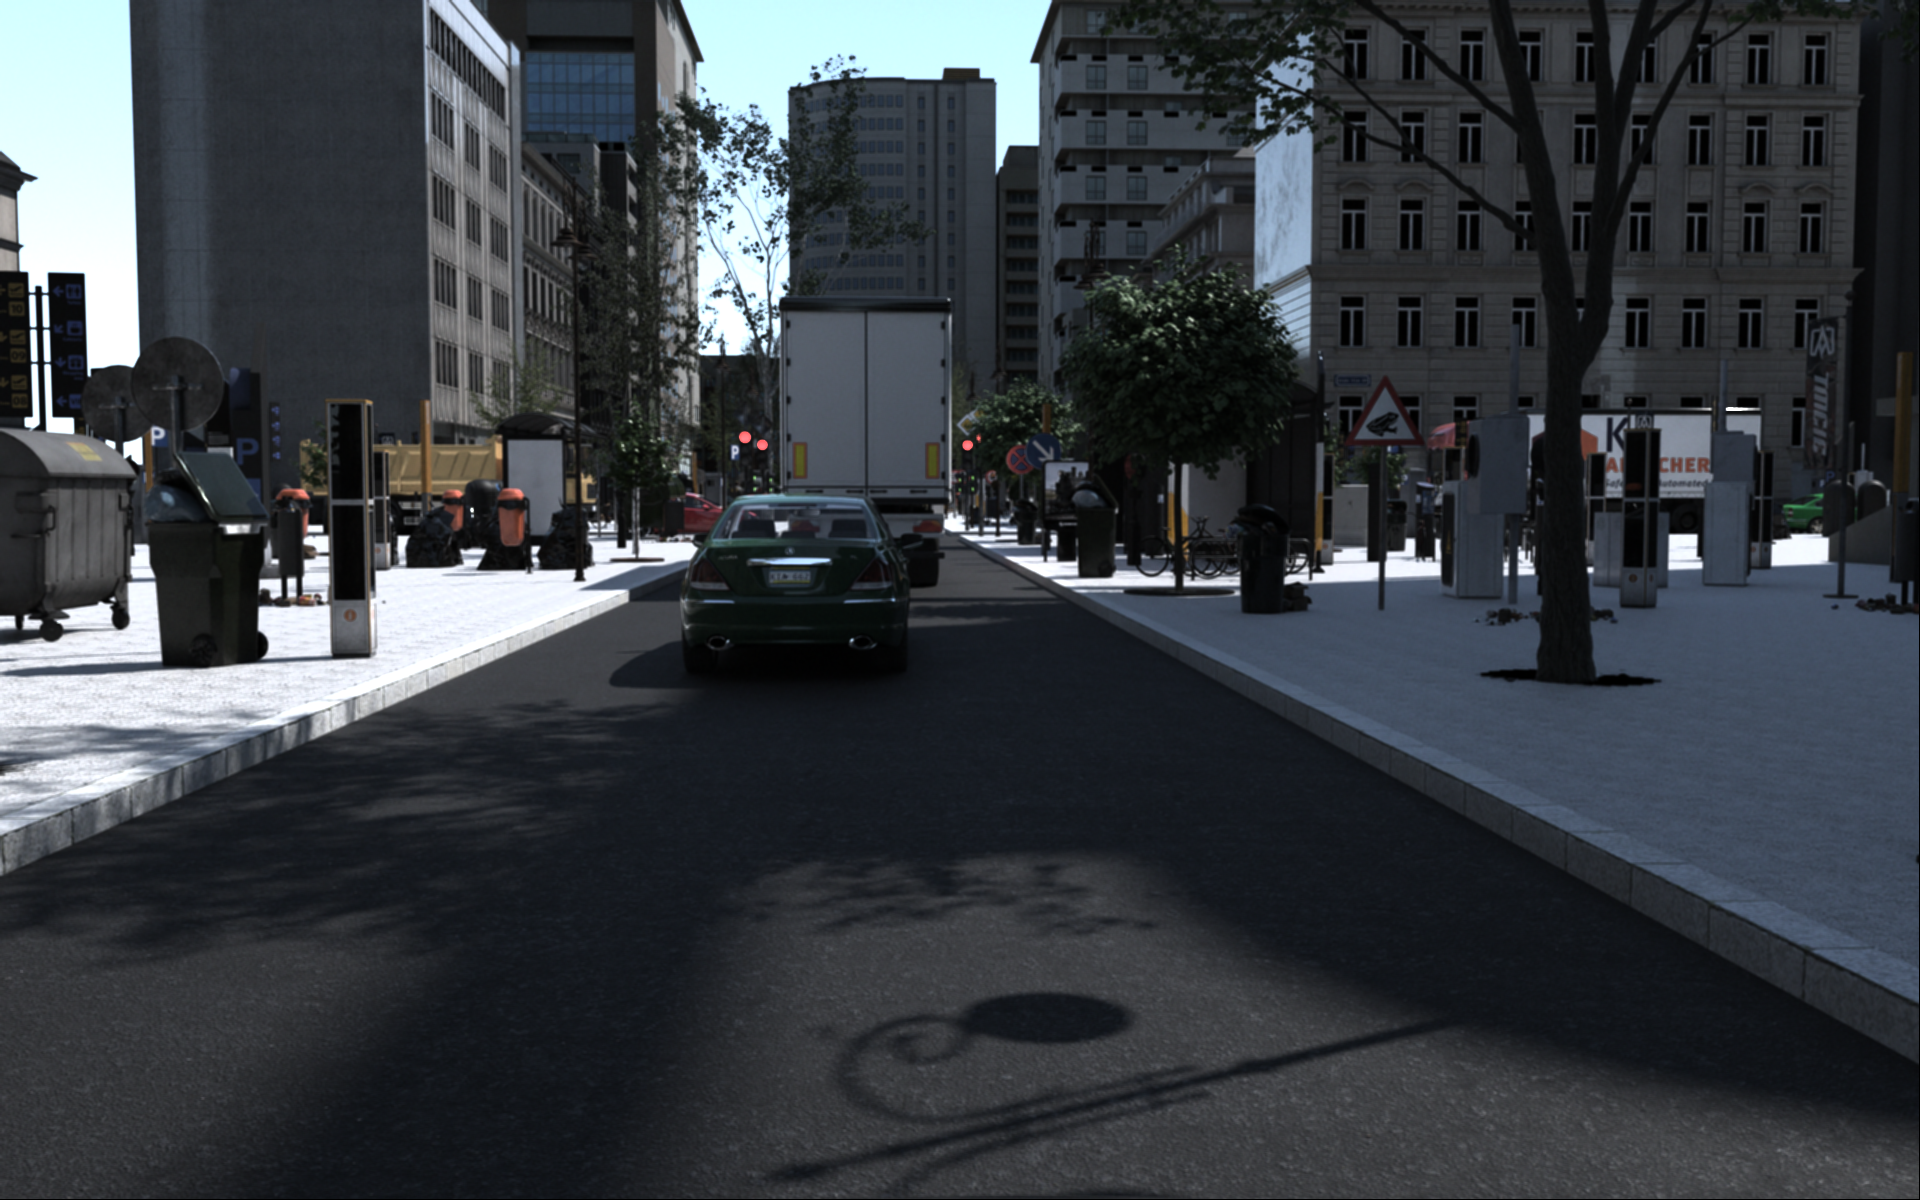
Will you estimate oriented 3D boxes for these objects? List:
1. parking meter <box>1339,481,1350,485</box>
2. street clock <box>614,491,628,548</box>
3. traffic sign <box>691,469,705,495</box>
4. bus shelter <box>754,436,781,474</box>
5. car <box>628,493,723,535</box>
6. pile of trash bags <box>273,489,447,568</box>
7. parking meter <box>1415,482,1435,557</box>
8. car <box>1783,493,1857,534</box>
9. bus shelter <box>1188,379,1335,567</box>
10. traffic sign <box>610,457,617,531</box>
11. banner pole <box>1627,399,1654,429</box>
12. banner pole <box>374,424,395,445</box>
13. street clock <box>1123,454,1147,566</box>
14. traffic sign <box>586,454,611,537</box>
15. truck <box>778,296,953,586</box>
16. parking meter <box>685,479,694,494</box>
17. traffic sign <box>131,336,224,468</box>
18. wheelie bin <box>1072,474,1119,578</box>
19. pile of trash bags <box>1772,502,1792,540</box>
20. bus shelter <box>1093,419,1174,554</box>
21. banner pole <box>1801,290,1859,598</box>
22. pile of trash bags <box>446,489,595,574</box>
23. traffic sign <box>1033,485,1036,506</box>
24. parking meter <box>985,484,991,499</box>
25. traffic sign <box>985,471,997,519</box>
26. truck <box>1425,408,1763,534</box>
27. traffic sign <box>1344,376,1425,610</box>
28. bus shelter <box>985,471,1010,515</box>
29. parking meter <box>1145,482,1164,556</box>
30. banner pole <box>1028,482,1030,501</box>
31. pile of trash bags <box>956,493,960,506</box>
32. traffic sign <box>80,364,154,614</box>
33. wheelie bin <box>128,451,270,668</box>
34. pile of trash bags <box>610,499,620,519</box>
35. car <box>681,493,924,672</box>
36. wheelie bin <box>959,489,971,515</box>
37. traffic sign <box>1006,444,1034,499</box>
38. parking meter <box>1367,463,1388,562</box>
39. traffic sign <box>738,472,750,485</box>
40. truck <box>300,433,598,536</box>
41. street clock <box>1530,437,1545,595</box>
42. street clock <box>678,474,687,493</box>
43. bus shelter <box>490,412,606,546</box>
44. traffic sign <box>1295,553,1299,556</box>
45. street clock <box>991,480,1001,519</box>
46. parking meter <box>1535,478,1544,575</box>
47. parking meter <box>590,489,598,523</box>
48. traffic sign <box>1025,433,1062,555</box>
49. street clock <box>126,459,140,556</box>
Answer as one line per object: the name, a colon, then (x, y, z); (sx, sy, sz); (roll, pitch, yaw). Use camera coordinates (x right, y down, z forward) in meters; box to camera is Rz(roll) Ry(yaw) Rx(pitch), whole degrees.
parking meter: (15.861, -4.018, 71.408); (0.399, 1.863, 0.255); (3, 5, 40)
street clock: (-8.043, -2.236, 41.129); (0.358, 2.002, 0.471); (0, 4, -4)
traffic sign: (-13.110, -5.308, 86.890); (0.768, 2.556, 0.104); (0, 4, -1)
bus shelter: (-12.126, -8.157, 111.003); (2.179, 5.291, 8.768); (0, 4, -3)
car: (-8.564, -2.819, 55.133); (4.494, 1.783, 2.155); (0, 4, -3)
pile of trash bags: (-10.583, -1.297, 30.951); (3.447, 1.369, 1.912); (0, 4, 6)
parking meter: (9.459, -1.640, 35.224); (0.372, 1.533, 0.369); (0, 3, 0)
car: (29.390, -2.977, 57.473); (4.718, 1.807, 1.959); (0, 4, -1)
bus shelter: (5.318, -2.368, 32.644); (2.014, 3.302, 5.546); (0, 4, -3)
traffic sign: (-11.871, -3.639, 59.610); (0.768, 2.556, 0.104); (0, 4, -2)
banner pole: (17.871, -3.407, 45.723); (0.863, 3.779, 0.401); (1, 4, 9)
banner pole: (-20.648, -4.407, 62.072); (0.863, 3.779, 0.401); (-1, 4, -22)
street clock: (3.133, -1.622, 31.088); (0.358, 2.002, 0.471); (-2, 4, -26)
traffic sign: (-10.840, -3.173, 51.986); (0.768, 2.556, 0.104); (0, 4, -2)
truck: (-1.741, -2.527, 30.235); (2.839, 4.237, 11.283); (0, 4, -4)
parking meter: (-9.804, -3.477, 62.559); (0.399, 1.863, 0.255); (-1, 4, -19)
traffic sign: (-6.332, -0.851, 14.020); (0.768, 2.556, 0.104); (0, 4, 3)
wheelie bin: (2.094, -1.153, 26.756); (0.693, 1.594, 0.980); (1, 4, 9)
pile of trash bags: (22.278, -2.403, 49.042); (1.912, 1.369, 3.447); (3, 4, 39)
bus shelter: (3.838, -2.971, 39.857); (1.731, 3.624, 6.357); (0, 4, -3)
banner pole: (10.839, -1.930, 21.579); (0.401, 3.779, 0.863); (-1, 4, -21)
pile of trash bags: (-7.280, -1.199, 29.354); (1.912, 1.369, 3.447); (0, 4, -3)
traffic sign: (2.218, -3.142, 51.484); (0.768, 2.556, 0.104); (0, 4, 5)
parking meter: (1.592, -5.821, 100.890); (0.255, 1.863, 0.399); (-3, 5, -42)
traffic sign: (1.706, -5.493, 89.919); (0.768, 2.556, 0.104); (0, 4, 2)
truck: (20.634, -4.214, 57.819); (11.283, 4.237, 2.839); (0, 4, -2)
traffic sign: (4.665, -1.168, 19.100); (0.884, 2.594, 0.081); (0, 4, 2)
bus shelter: (2.429, -6.958, 107.686); (2.014, 3.302, 5.546); (0, 4, -3)
parking meter: (4.024, -1.676, 35.806); (0.372, 1.533, 0.369); (0, 3, 0)
banner pole: (2.572, -4.385, 61.708); (0.401, 3.779, 0.863); (-2, 4, -31)
pile of trash bags: (0.679, -6.665, 118.726); (1.912, 1.369, 3.447); (-3, 4, -37)
traffic sign: (-8.263, -1.036, 17.051); (0.768, 2.556, 0.104); (0, 4, -1)
wheelie bin: (-5.699, -0.314, 13.048); (0.693, 1.594, 0.980); (1, 4, 13)
pile of trash bags: (-15.924, -4.720, 86.931); (3.447, 1.369, 1.912); (-3, 5, -43)
car: (-1.373, -0.220, 15.401); (2.131, 1.459, 4.920); (0, 4, -2)
wheelie bin: (0.382, -5.939, 105.018); (0.980, 1.594, 0.693); (-1, 4, -17)
traffic sign: (1.574, -2.713, 44.468); (0.768, 2.556, 0.104); (0, 4, 3)
parking meter: (7.938, -1.663, 32.909); (0.255, 1.863, 0.399); (3, 4, 38)
traffic sign: (-12.455, -6.109, 99.991); (0.768, 2.556, 0.104); (0, 4, -1)
truck: (-15.846, -3.652, 55.640); (9.791, 3.379, 3.469); (0, 4, -1)
street clock: (7.449, -1.058, 21.874); (0.471, 2.002, 0.358); (-1, 4, -23)
street clock: (-9.845, -3.474, 61.378); (0.358, 2.002, 0.471); (-2, 4, -29)
bus shelter: (-10.687, -3.148, 45.389); (2.014, 3.302, 5.546); (0, 4, -3)
traffic sign: (6.822, -2.131, 34.942); (0.768, 2.556, 0.104); (0, 4, -2)
street clock: (1.851, -5.183, 89.314); (0.471, 2.002, 0.358); (1, 4, 13)
parking meter: (9.314, -1.163, 27.424); (0.372, 1.533, 0.369); (0, 3, 0)
parking meter: (-16.253, -4.194, 76.982); (0.372, 1.533, 0.369); (0, 3, 0)
traffic sign: (1.742, -2.208, 36.203); (0.768, 2.556, 0.104); (0, 4, 1)
street clock: (-17.215, -1.909, 35.784); (0.358, 2.002, 0.471); (3, 4, 37)
